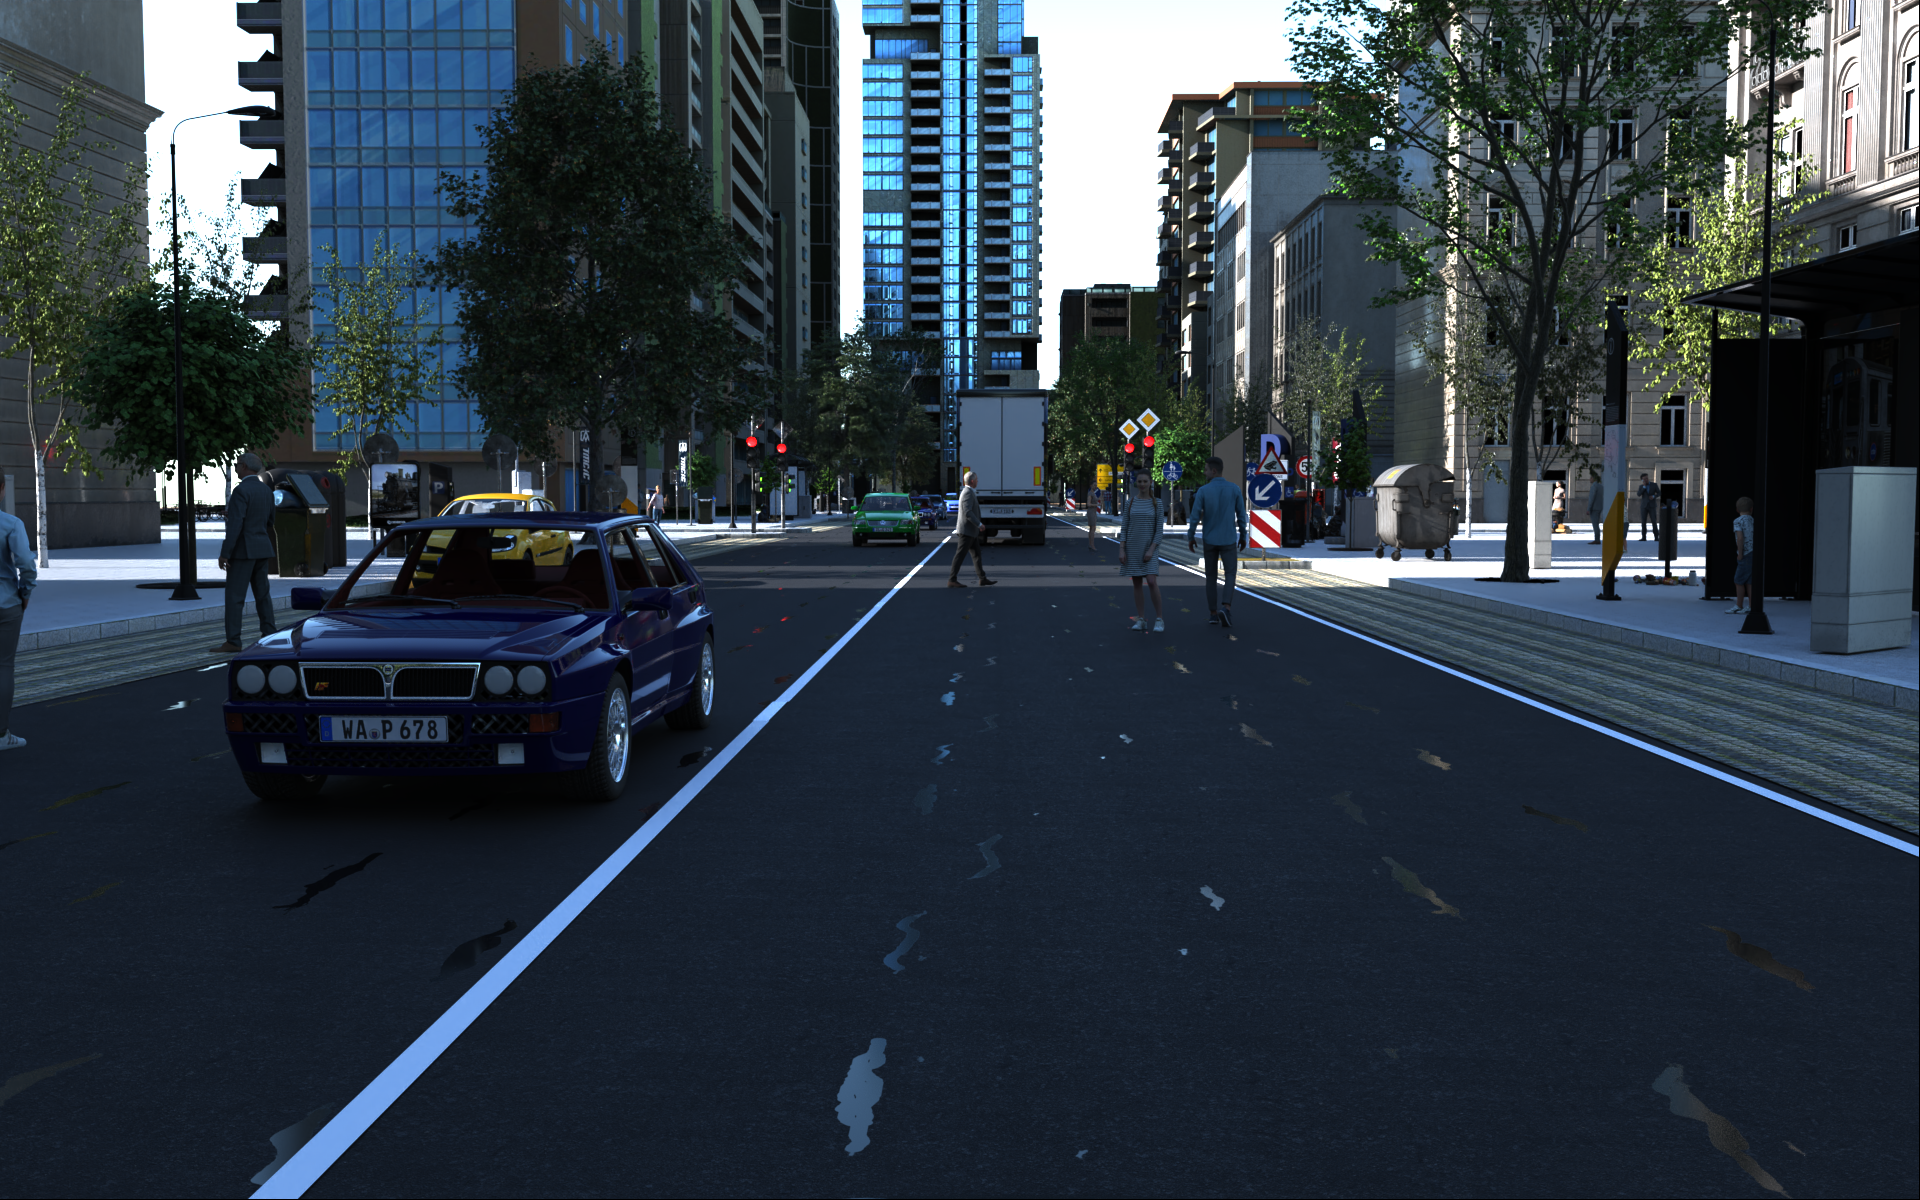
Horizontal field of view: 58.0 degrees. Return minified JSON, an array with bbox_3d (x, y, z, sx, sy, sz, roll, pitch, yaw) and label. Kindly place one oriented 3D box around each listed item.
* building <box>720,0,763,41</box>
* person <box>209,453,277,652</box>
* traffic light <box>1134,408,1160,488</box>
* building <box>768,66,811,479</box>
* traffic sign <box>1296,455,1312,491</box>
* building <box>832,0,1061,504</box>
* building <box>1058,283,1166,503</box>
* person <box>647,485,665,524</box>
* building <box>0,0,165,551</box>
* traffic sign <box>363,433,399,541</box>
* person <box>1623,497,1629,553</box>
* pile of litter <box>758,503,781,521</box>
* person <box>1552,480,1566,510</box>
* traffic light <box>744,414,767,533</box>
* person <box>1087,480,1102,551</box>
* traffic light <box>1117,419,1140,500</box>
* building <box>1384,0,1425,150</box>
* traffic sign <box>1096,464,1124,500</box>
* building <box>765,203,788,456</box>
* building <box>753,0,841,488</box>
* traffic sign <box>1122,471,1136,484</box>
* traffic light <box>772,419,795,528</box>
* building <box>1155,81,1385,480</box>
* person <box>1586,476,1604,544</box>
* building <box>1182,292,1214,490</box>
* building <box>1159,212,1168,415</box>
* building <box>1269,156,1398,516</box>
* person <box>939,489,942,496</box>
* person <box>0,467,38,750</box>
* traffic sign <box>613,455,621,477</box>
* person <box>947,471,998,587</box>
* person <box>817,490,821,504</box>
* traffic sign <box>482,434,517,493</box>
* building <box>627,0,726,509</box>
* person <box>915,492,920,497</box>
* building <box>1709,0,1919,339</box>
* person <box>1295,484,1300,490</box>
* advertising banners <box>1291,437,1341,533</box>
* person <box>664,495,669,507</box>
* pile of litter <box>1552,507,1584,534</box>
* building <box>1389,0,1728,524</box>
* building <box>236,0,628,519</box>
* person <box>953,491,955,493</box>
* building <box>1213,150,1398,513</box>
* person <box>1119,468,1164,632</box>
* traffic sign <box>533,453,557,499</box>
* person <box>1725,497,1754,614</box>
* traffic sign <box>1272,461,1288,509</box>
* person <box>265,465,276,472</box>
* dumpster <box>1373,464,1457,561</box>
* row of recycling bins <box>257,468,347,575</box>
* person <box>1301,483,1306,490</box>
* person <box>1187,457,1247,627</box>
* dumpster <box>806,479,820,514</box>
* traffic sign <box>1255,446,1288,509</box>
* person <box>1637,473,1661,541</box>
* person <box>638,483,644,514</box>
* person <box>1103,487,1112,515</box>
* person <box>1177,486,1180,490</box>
[{"bbox_3d":[-29.066,-32.277,151.428,21.300,48.544,21.600,0,4,1],"label":"building"},{"bbox_3d":[-6.525,-0.430,15.714,0.590,1.801,0.661,1,4,12],"label":"person"},{"bbox_3d":[6.109,-4.132,56.481,0.839,4.253,0.868,0,4,1],"label":"traffic light"},{"bbox_3d":[-28.379,-34.897,194.272,21.600,48.544,21.300,0,4,1],"label":"building"},{"bbox_3d":[11.412,-3.474,56.906,0.768,2.556,0.104,0,4,4],"label":"traffic sign"},{"bbox_3d":[-1.565,-56.910,243.141,31.000,86.520,22.319,0,4,1],"label":"building"},{"bbox_3d":[20.917,-28.695,240.869,14.107,30.474,14.160,0,4,1],"label":"building"},{"bbox_3d":[-10.992,-3.237,62.089,0.598,1.740,0.731,2,4,23],"label":"person"},{"bbox_3d":[-33.060,-14.782,38.949,25.104,27.353,12.463,0,4,1],"label":"building"},{"bbox_3d":[-12.147,-2.218,36.363,0.768,2.556,0.104,0,4,2],"label":"traffic sign"},{"bbox_3d":[14.350,-1.643,37.590,0.332,1.250,0.352,0,4,-3],"label":"person"},{"bbox_3d":[-8.949,-4.138,81.623,1.176,0.858,1.719,1,4,22],"label":"pile of litter"},{"bbox_3d":[21.864,-3.489,63.429,0.374,1.781,0.599,-2,4,-35],"label":"person"},{"bbox_3d":[-6.750,-4.146,56.711,0.839,4.253,0.868,0,4,1],"label":"traffic light"},{"bbox_3d":[3.383,-2.134,43.725,0.374,1.781,0.599,1,4,16],"label":"person"},{"bbox_3d":[6.262,-4.620,64.465,0.839,4.253,0.868,0,4,1],"label":"traffic light"},{"bbox_3d":[57.830,-46.143,192.681,20.611,71.187,20.563,0,4,1],"label":"building"},{"bbox_3d":[10.296,-7.486,116.274,2.265,3.308,0.079,0,4,4],"label":"traffic sign"},{"bbox_3d":[-24.719,-24.347,169.781,14.160,30.474,14.107,0,4,1],"label":"building"},{"bbox_3d":[-27.975,-49.288,244.110,20.611,71.187,20.563,0,4,1],"label":"building"},{"bbox_3d":[8.541,-5.333,87.300,0.768,2.556,0.104,1,4,10],"label":"traffic sign"},{"bbox_3d":[-6.597,-4.634,64.694,0.839,4.253,0.868,0,4,1],"label":"traffic light"},{"bbox_3d":[32.836,-32.618,187.934,22.147,44.769,28.867,0,4,1],"label":"building"},{"bbox_3d":[16.232,-2.327,44.194,0.391,1.810,0.635,3,5,40],"label":"person"},{"bbox_3d":[35.703,-19.173,158.514,27.650,21.520,28.899,0,4,1],"label":"building"},{"bbox_3d":[35.141,-34.072,240.669,14.086,41.232,14.154,0,4,1],"label":"building"},{"bbox_3d":[25.810,-15.920,109.449,9.793,20.994,18.267,0,4,1],"label":"building"},{"bbox_3d":[-1.664,-8.730,150.864,0.705,1.869,1.348,1,4,12],"label":"person"},{"bbox_3d":[-5.440,0.037,9.699,0.589,1.601,0.330,0,4,3],"label":"person"},{"bbox_3d":[-10.764,-3.389,55.512,0.768,2.556,0.104,0,4,8],"label":"traffic sign"},{"bbox_3d":[0.209,-1.086,26.658,0.834,1.777,0.661,-1,4,-13],"label":"person"},{"bbox_3d":[-11.072,-7.989,136.907,0.600,1.795,0.529,2,4,26],"label":"person"},{"bbox_3d":[-9.827,-2.255,36.972,0.768,2.556,0.104,0,4,3],"label":"traffic sign"},{"bbox_3d":[-26.105,-27.456,132.497,14.154,41.232,14.086,0,4,1],"label":"building"},{"bbox_3d":[-4.601,-10.609,182.668,1.217,1.736,0.721,1,4,20],"label":"person"},{"bbox_3d":[25.329,-11.686,32.869,13.314,21.916,24.055,0,4,1],"label":"building"},{"bbox_3d":[16.651,-4.872,85.980,0.573,1.790,0.520,-2,4,-34],"label":"person"},{"bbox_3d":[11.114,-3.518,53.711,0.090,3.025,2.074,-3,5,-40],"label":"advertising banners"},{"bbox_3d":[-20.492,-6.749,121.061,0.362,1.253,0.373,2,4,23],"label":"person"},{"bbox_3d":[19.332,-2.583,56.195,1.176,0.858,1.719,-3,4,-38],"label":"pile of litter"},{"bbox_3d":[33.631,-17.293,80.000,25.104,27.353,12.463,0,4,1],"label":"building"},{"bbox_3d":[-23.987,-26.387,81.541,14.600,45.320,14.200,0,4,1],"label":"building"},{"bbox_3d":[-0.710,-12.424,211.258,1.348,1.869,0.705,2,4,33],"label":"person"},{"bbox_3d":[26.197,-19.042,129.362,12.078,24.808,19.932,0,4,1],"label":"building"},{"bbox_3d":[1.939,-0.536,18.272,0.512,1.701,0.522,1,4,20],"label":"person"},{"bbox_3d":[-12.514,-3.188,52.233,0.768,2.556,0.104,0,4,8],"label":"traffic sign"},{"bbox_3d":[8.364,-0.474,18.478,0.332,1.250,0.352,0,4,6],"label":"person"},{"bbox_3d":[9.553,-3.057,52.118,0.606,2.300,0.079,0,4,1],"label":"traffic sign"},{"bbox_3d":[-14.823,-1.943,37.173,0.474,1.900,0.648,-2,4,-26],"label":"person"},{"bbox_3d":[8.840,-1.707,33.665,1.264,1.857,1.865,0,4,1],"label":"dumpster"},{"bbox_3d":[-11.161,-1.355,29.259,1.069,1.692,3.534,0,4,-8],"label":"row of recycling bins"},{"bbox_3d":[16.270,-4.643,82.202,0.600,1.795,0.529,-1,4,-12],"label":"person"},{"bbox_3d":[2.801,-0.648,18.952,0.638,1.841,0.748,1,4,16],"label":"person"},{"bbox_3d":[-9.755,-6.587,110.199,1.502,2.255,1.985,0,4,1],"label":"dumpster"},{"bbox_3d":[8.408,-2.865,46.847,0.884,2.594,0.081,0,4,6],"label":"traffic sign"},{"bbox_3d":[18.752,-2.523,47.103,0.655,1.846,0.447,2,4,25],"label":"person"},{"bbox_3d":[-15.112,-4.569,81.096,0.623,1.781,0.721,-1,4,-23],"label":"person"},{"bbox_3d":[9.003,-6.036,105.576,0.563,1.720,0.643,0,4,-7],"label":"person"},{"bbox_3d":[11.783,-5.281,92.934,0.362,1.759,0.519,2,4,34],"label":"person"}]
